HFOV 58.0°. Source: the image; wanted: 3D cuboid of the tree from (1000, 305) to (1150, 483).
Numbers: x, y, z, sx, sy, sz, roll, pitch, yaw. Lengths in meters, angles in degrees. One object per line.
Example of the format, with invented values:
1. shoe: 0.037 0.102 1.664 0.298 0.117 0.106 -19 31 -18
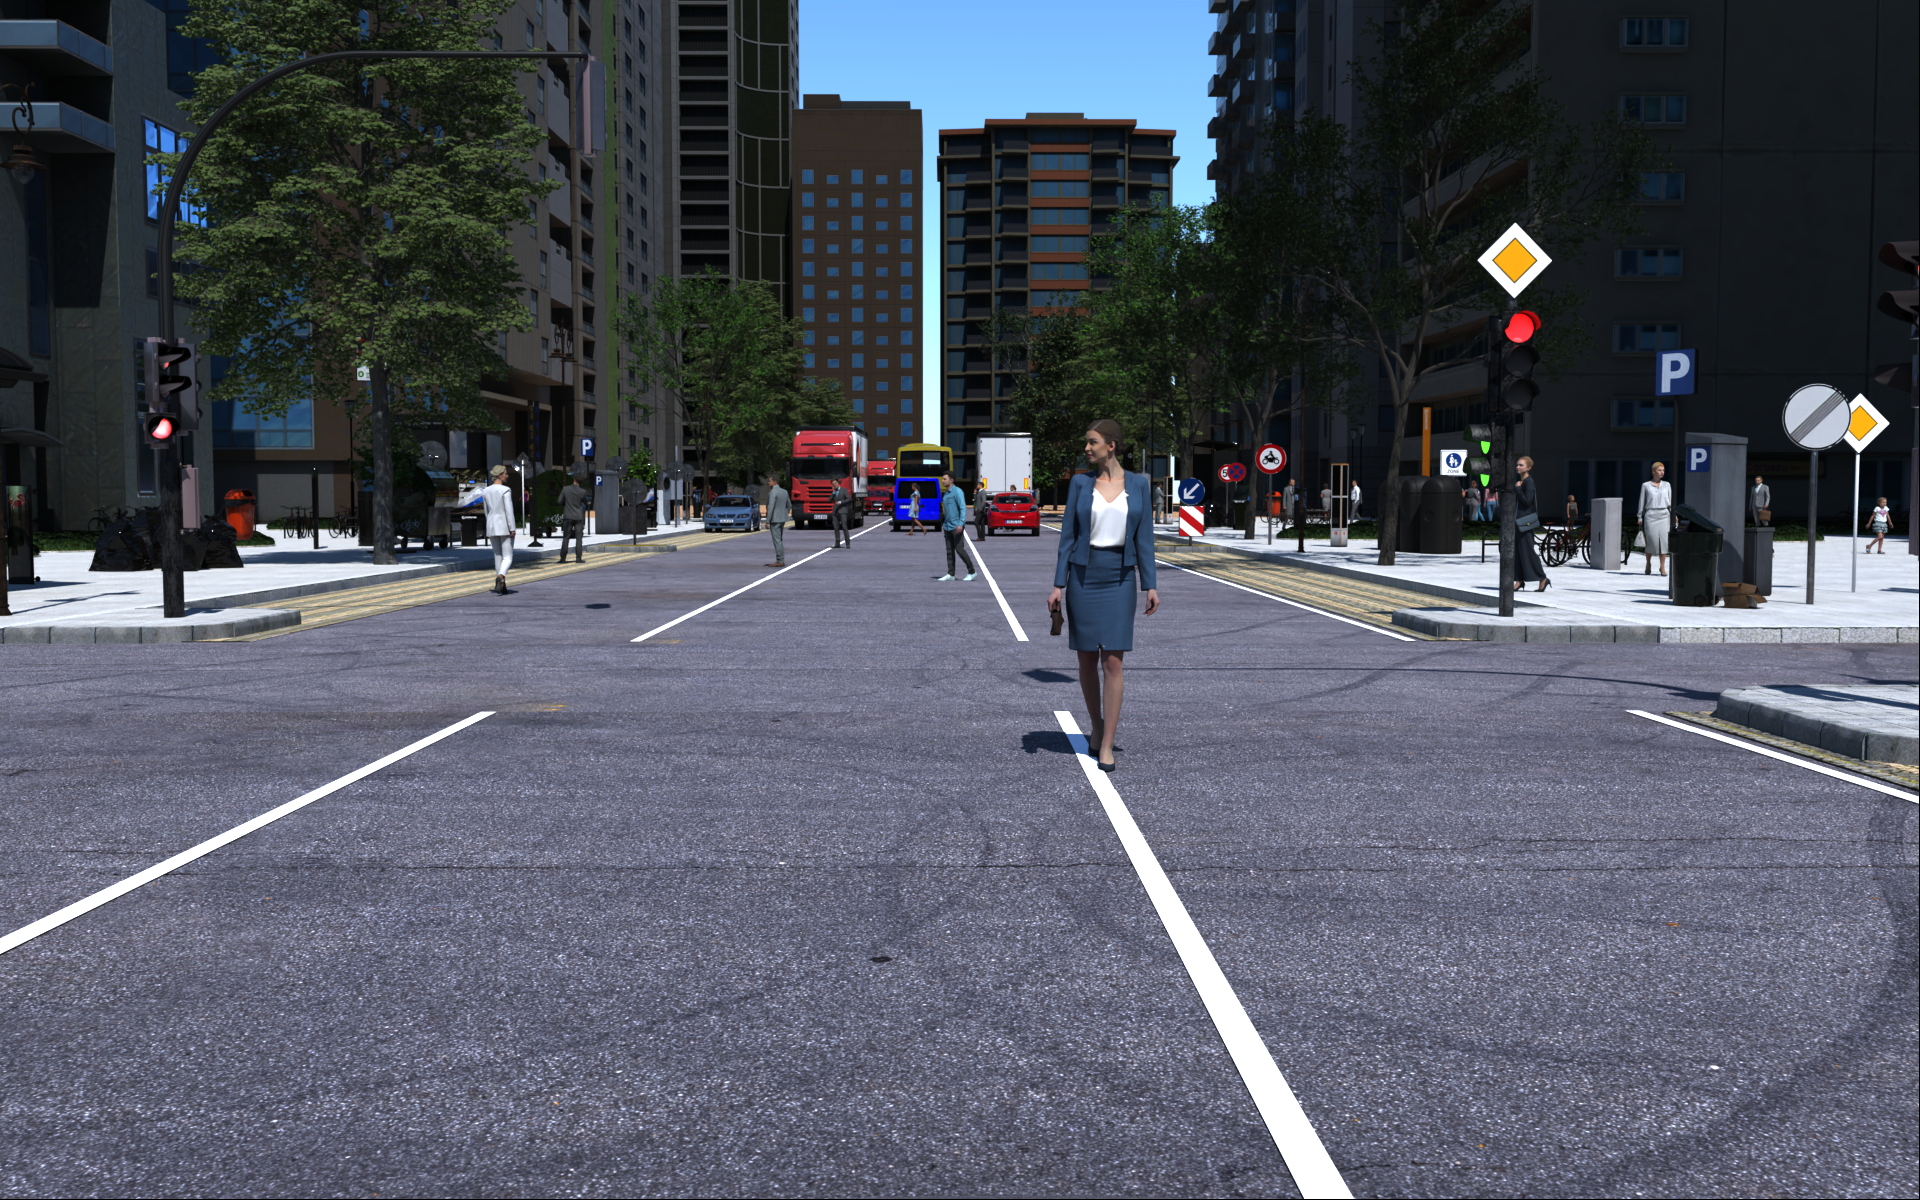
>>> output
1. tree: 6.781 -11.533 105.567 9.611 12.733 9.660 0 3 0

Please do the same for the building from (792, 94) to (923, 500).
1. building: -11.349 -33.479 197.485 14.200 45.320 14.600 0 4 -1

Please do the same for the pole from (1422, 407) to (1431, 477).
1. pole: 10.987 -2.875 40.842 0.158 3.312 0.155 0 3 0

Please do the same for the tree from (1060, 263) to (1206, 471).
1. tree: 8.563 -10.217 85.175 7.486 12.596 7.792 0 3 0

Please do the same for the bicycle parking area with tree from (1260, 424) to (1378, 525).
1. bicycle parking area with tree: 16.733 -5.309 73.800 9.016 4.147 8.231 1 4 22

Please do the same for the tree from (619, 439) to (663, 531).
1. tree: -11.260 -4.037 60.602 1.663 3.219 1.824 0 3 0

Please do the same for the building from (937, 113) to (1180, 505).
1. building: 10.145 -33.468 201.821 28.867 44.769 22.147 0 4 -1

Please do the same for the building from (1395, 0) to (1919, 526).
1. building: 33.506 -27.851 79.069 21.300 48.544 21.600 0 4 -1

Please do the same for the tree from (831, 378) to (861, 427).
1. tree: -13.109 -15.327 168.718 7.486 12.596 7.792 0 3 0

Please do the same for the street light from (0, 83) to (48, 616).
1. street light: -10.114 -2.772 18.115 0.468 5.910 1.993 0 4 -1

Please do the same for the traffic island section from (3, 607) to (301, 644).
1. traffic island section: -8.195 0.260 18.025 2.009 0.180 2.903 0 4 -1

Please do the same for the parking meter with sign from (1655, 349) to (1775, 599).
1. parking meter with sign: 9.390 -1.541 21.458 1.738 3.016 0.543 -2 4 -31

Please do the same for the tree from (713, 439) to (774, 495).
1. tree: -12.142 -6.991 98.024 4.285 4.588 4.351 0 3 0

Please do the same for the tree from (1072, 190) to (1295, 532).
1. tree: 7.661 -8.127 58.635 9.928 11.665 9.643 0 3 0

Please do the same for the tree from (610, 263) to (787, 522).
1. tree: -11.803 -9.393 79.327 9.928 11.665 9.643 0 3 0

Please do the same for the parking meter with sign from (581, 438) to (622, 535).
1. parking meter with sign: -11.212 -3.596 55.051 0.543 3.016 1.738 2 4 33

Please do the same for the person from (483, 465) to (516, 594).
1. person: -6.540 -0.990 24.565 0.514 1.842 0.818 0 4 4

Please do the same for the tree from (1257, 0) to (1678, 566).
1. tree: 7.796 -5.875 30.474 8.767 10.594 7.601 -2 4 -28

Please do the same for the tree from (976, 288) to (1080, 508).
1. tree: 8.515 -18.432 157.246 12.611 20.169 13.585 0 3 0

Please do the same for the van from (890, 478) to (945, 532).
1. van: -1.653 -3.862 67.526 2.240 2.365 5.245 0 4 -1

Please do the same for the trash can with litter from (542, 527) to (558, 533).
1. trash can with litter: -13.773 -2.817 57.449 0.624 1.170 1.055 0 4 8

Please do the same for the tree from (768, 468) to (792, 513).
1. tree: -12.032 -7.540 117.873 1.663 3.219 1.824 0 3 0

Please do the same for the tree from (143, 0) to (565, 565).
1. tree: -10.662 -6.893 30.824 7.486 12.596 7.792 0 3 0

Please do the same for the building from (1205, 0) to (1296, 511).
1. building: 32.160 -31.800 139.544 23.786 49.044 30.456 0 4 -1

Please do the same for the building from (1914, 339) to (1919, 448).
1. building: 41.756 -44.339 37.612 31.000 86.520 22.319 0 4 -1

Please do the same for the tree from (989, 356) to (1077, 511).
1. tree: 7.439 -13.578 132.374 12.009 13.543 11.850 0 3 0

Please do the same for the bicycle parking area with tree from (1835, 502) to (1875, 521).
1. bicycle parking area with tree: 36.972 -4.688 63.652 9.016 4.147 8.231 2 4 32

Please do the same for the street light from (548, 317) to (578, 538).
1. street light: -10.411 -4.449 45.536 0.468 5.910 1.993 0 4 -1

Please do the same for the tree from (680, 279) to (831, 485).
1. tree: -10.975 -10.589 91.251 7.486 12.596 7.792 0 3 0

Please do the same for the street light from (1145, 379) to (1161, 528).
1. street light: 7.249 -5.657 65.276 0.468 5.910 1.993 0 4 -1

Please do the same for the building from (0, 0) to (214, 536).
1. building: -36.906 -44.891 46.635 22.319 86.520 31.000 0 4 -1

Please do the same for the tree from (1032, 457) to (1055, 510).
1. tree: 6.845 -9.754 143.185 4.285 4.588 4.351 0 3 0

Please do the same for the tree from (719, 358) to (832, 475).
1. tree: -11.911 -10.831 111.503 8.767 10.594 7.601 1 4 8

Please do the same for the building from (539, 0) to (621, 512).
1. building: -33.346 -27.111 126.855 14.154 41.232 14.086 0 4 -1

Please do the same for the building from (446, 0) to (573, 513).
1. building: -39.584 -31.587 105.692 28.713 52.752 27.495 0 4 -1

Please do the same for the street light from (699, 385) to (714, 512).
1. street light: -10.667 -6.139 73.168 0.468 5.910 1.993 0 4 -1

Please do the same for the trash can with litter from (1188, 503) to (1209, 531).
1. trash can with litter: 8.328 -3.033 60.985 0.624 1.170 1.055 -3 4 -37

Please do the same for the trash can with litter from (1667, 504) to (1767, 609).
1. trash can with litter: 8.637 -0.511 19.734 1.055 1.170 0.624 3 5 43

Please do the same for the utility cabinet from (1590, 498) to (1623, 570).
1. utility cabinet: 11.019 -1.126 29.573 0.306 1.237 1.020 0 4 8

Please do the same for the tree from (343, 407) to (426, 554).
1. tree: -12.498 -2.628 37.571 1.663 3.219 1.824 0 3 0

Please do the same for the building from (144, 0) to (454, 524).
1. building: -32.171 -26.200 78.482 14.600 45.320 14.200 0 4 -1

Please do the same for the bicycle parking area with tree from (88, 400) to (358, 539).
1. bicycle parking area with tree: -21.214 -4.025 52.814 8.231 4.147 9.016 1 4 14

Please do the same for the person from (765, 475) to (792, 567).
1. person: -3.594 -1.561 34.117 0.391 1.810 0.635 1 4 18

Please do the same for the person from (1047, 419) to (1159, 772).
1. person: 0.781 -0.040 9.185 0.581 1.822 0.654 1 4 19

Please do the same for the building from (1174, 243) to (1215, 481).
1. building: 32.289 -26.048 197.593 14.107 30.474 14.160 0 4 -1

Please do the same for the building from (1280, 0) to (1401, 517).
1. building: 31.931 -34.684 109.089 21.231 58.520 28.212 0 4 -1

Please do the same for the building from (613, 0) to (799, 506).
1. building: -29.503 -46.543 199.233 20.611 71.187 20.563 0 4 -1

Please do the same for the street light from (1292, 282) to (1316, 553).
1. street light: 7.488 -3.980 37.854 0.468 5.910 1.993 0 4 -1
